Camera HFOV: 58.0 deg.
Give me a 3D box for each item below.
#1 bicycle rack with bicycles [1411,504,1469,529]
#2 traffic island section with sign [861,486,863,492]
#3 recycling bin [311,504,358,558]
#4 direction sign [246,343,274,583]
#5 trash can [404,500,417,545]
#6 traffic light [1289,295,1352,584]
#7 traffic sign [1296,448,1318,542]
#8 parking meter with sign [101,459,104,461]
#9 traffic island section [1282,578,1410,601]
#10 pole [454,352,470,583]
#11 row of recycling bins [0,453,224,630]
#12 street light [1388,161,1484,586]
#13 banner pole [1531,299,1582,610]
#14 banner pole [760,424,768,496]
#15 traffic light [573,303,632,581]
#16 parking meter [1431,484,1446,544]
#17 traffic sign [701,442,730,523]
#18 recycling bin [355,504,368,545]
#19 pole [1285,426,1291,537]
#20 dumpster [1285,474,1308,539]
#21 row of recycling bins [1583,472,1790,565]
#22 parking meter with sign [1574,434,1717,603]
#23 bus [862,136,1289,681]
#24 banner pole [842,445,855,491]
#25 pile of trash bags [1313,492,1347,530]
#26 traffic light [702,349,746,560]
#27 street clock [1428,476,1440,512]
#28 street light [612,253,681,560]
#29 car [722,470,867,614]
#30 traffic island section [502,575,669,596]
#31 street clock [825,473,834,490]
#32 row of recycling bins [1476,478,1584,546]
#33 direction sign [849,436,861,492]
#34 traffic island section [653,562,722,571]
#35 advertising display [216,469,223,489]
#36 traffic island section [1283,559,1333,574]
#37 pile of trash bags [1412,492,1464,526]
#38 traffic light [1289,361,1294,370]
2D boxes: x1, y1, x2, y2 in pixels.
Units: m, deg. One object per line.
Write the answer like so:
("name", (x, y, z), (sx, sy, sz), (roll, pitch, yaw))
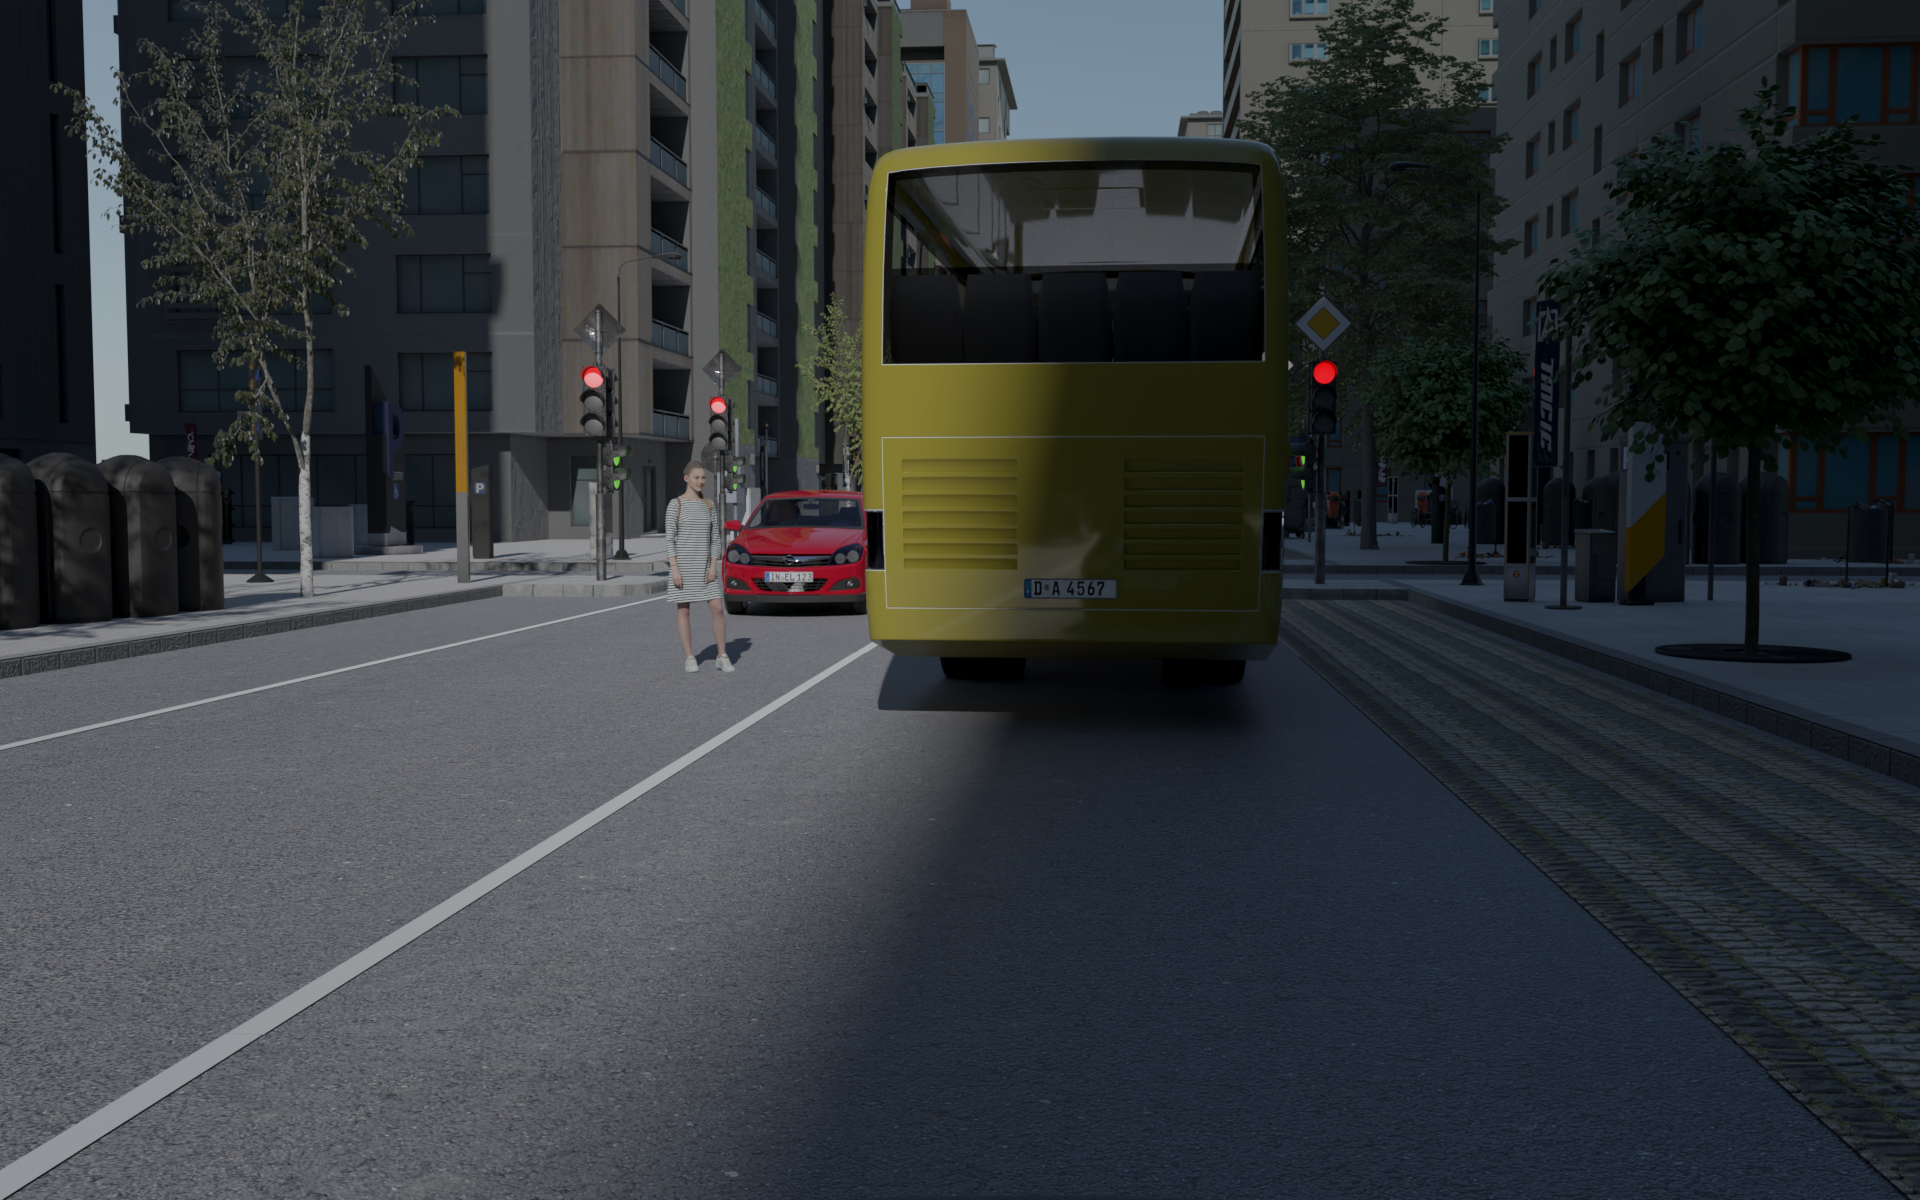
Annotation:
("bicycle rack with bicycles", (18.214, -3.122, 64.431), (2.852, 0.926, 2.925), (0, 4, 2))
("traffic island section with sign", (-2.784, -2.787, 54.190), (1.989, 1.847, 2.006), (0, 4, 5))
("recycling bin", (-12.720, -1.369, 34.942), (0.722, 1.027, 0.722), (-3, 5, -43))
("direction sign", (-10.176, -2.023, 25.080), (0.379, 3.537, 0.876), (-2, 4, -31))
("trash can", (-12.658, -1.683, 39.165), (0.748, 1.137, 0.748), (0, 3, 0))
("traffic light", (5.123, -2.185, 24.643), (0.839, 4.253, 0.868), (0, 4, 5))
("traffic sign", (9.282, -2.803, 45.928), (0.768, 2.556, 0.104), (1, 4, 11))
("parking meter with sign", (-43.862, -5.586, 87.586), (1.738, 3.016, 0.543), (1, 4, 13))
("traffic island section", (5.162, -0.151, 24.753), (2.009, 0.180, 2.903), (0, 4, 5))
("pole", (-7.170, -1.902, 24.937), (0.158, 3.312, 0.155), (0, 3, 0))
("row of recycling bins", (-8.918, -0.657, 17.859), (1.069, 1.692, 3.534), (1, 4, 15))
("street light", (6.683, -3.167, 24.317), (1.470, 5.913, 1.316), (0, 4, 5))
("banner pole", (6.685, -1.802, 19.480), (0.401, 3.779, 0.863), (-1, 4, -16))
("banner pole", (-7.013, -4.406, 62.051), (0.401, 3.779, 0.863), (-2, 4, -28))
("traffic light", (-5.298, -2.241, 25.558), (0.839, 4.253, 0.868), (0, 4, 5))
("parking meter", (12.400, -2.228, 44.843), (0.372, 1.533, 0.369), (0, 3, 0))
("traffic sign", (-5.853, -2.530, 41.472), (0.768, 2.556, 0.104), (1, 4, 13))
("recycling bin", (-14.687, -1.857, 42.918), (0.722, 1.027, 0.722), (-3, 4, -36))
("pole", (9.690, -3.522, 51.425), (0.158, 3.312, 0.155), (0, 3, 0))
("dumpster", (9.429, -2.725, 50.308), (1.264, 1.857, 1.865), (0, 4, 5))
("row of recycling bins", (13.478, -1.515, 31.875), (3.534, 1.692, 1.069), (0, 4, -2))
("parking meter with sign", (8.242, -1.491, 20.647), (1.738, 3.016, 0.543), (-1, 4, -11))
("bus", (1.371, -1.509, 16.213), (2.896, 3.916, 12.252), (0, 4, 7))
("banner pole", (-4.904, -5.330, 77.166), (0.863, 3.779, 0.401), (-3, 4, -39))
("pile of trash bags", (13.297, -3.300, 63.715), (1.912, 1.369, 3.447), (0, 4, -6))
("traffic light", (-4.584, -2.727, 33.511), (0.839, 4.253, 0.868), (0, 4, 5))
("street clock", (18.985, -3.966, 69.410), (0.471, 2.002, 0.358), (1, 4, 20))
("street light", (-6.055, -3.730, 33.533), (1.470, 5.913, 1.316), (0, 4, 5))
("car", (-1.843, -0.794, 22.018), (2.155, 1.783, 4.494), (0, 4, 3))
("traffic island section", (-5.337, -0.209, 25.696), (2.009, 0.180, 2.903), (0, 4, 5))
("street clock", (-4.563, -3.427, 60.602), (0.358, 2.002, 0.471), (1, 4, 12))
("row of recycling bins", (14.693, -2.232, 43.610), (3.534, 1.692, 1.069), (3, 4, 36))
("direction sign", (-3.915, -4.653, 68.068), (0.876, 3.537, 0.379), (1, 4, 8))
("traffic island section", (-4.623, -0.695, 33.649), (2.009, 0.180, 2.903), (0, 4, 5))
("advertising display", (-19.602, -2.422, 44.818), (0.974, 1.923, 0.123), (-2, 4, -27))
("traffic island section", (5.876, -0.638, 32.706), (2.009, 0.180, 2.903), (0, 4, 5))
("pile of trash bags", (19.673, -3.800, 71.875), (1.912, 1.369, 3.447), (2, 4, 33))
("traffic light", (5.837, -2.671, 32.596), (0.839, 4.253, 0.868), (0, 4, 5))
